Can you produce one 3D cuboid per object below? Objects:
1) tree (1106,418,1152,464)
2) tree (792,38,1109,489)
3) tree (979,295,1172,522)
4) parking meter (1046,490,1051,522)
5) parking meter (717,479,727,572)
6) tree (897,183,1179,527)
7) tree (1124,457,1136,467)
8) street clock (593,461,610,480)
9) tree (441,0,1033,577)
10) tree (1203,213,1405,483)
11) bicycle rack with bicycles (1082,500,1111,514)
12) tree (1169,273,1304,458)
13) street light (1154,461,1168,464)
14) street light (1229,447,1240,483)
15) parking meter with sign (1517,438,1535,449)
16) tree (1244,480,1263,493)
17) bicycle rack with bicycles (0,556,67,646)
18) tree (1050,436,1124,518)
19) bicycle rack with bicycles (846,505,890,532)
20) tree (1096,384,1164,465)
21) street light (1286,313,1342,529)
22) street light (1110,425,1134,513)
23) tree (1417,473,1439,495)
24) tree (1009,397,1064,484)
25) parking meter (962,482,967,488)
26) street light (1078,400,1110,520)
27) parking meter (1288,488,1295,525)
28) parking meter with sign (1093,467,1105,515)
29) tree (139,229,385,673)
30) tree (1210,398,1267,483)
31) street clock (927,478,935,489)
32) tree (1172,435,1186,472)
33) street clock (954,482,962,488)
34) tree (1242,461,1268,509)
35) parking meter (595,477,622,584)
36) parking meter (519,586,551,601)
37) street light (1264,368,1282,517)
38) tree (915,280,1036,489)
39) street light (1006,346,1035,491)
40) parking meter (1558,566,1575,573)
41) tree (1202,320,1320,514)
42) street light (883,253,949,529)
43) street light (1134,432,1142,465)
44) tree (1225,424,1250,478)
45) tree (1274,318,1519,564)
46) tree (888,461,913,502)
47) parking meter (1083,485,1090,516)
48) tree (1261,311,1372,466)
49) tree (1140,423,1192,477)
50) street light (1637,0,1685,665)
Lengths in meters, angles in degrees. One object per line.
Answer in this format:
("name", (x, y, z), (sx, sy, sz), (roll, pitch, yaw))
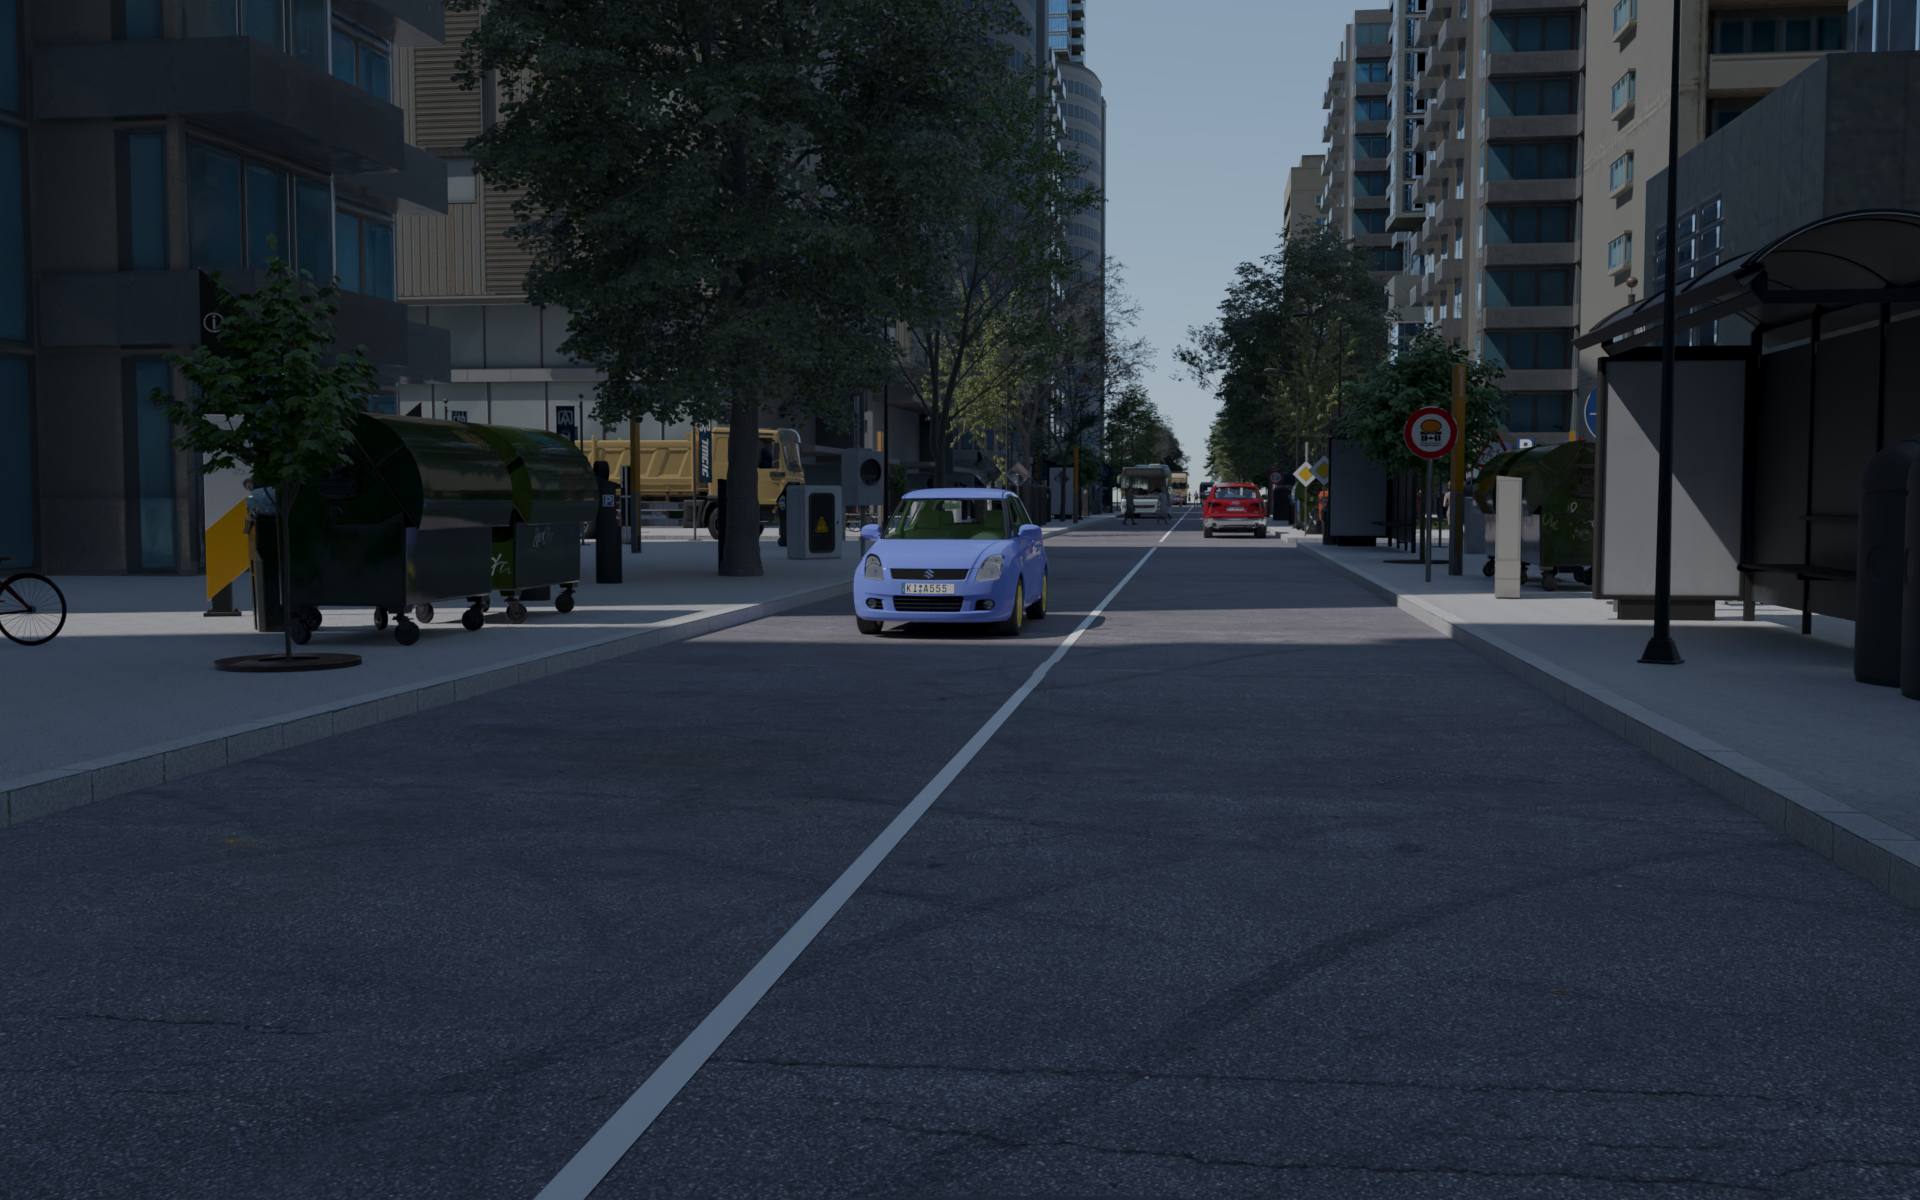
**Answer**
("tree", (16.431, -13.290, 167.649), (4.737, 8.622, 4.395), (0, 3, 0))
("tree", (-0.460, -6.999, 40.185), (9.928, 11.665, 9.643), (0, 3, 0))
("tree", (4.671, -8.930, 80.417), (8.767, 10.594, 7.601), (1, 4, 17))
("parking meter", (3.930, -4.294, 78.625), (0.372, 1.533, 0.369), (0, 3, 0))
("parking meter", (-3.790, -1.225, 28.441), (0.372, 1.533, 0.369), (0, 3, 0))
("tree", (2.607, -9.646, 68.079), (12.009, 13.543, 11.850), (0, 3, 0))
("tree", (12.467, -9.328, 136.223), (4.285, 4.588, 4.351), (0, 3, 0))
("street clock", (-7.786, -2.021, 37.622), (0.358, 2.002, 0.471), (-2, 4, -31))
("tree", (-3.476, -7.357, 26.942), (9.857, 13.997, 8.962), (0, 3, 0))
("tree", (16.031, -10.637, 80.563), (9.857, 13.997, 8.962), (0, 3, 0))
("bicycle rack with bicycles", (8.603, -6.188, 114.549), (2.925, 0.926, 2.852), (-1, 4, -19))
("tree", (24.150, -18.020, 150.511), (12.611, 20.169, 13.585), (0, 3, 0))
("street light", (24.346, -14.651, 212.090), (1.470, 5.913, 1.316), (0, 4, 8))
("street light", (22.679, -10.240, 139.969), (1.470, 5.913, 1.316), (0, 4, 8))
("parking meter with sign", (18.198, -3.578, 54.753), (0.543, 3.016, 1.738), (3, 5, 40))
("tree", (23.143, -8.635, 135.782), (1.663, 3.219, 1.824), (0, 3, 0))
("bicycle rack with bicycles", (-9.080, -0.016, 13.638), (2.925, 0.926, 2.852), (0, 4, 4))
("tree", (6.347, -6.807, 95.003), (4.285, 4.588, 4.351), (0, 3, 0))
("bicycle rack with bicycles", (-3.539, -2.771, 58.685), (2.925, 0.926, 2.852), (1, 4, 22))
("tree", (17.615, -15.916, 178.358), (7.486, 12.596, 7.792), (0, 3, 0))
("street light", (9.182, -4.397, 44.438), (1.470, 5.913, 1.316), (0, 4, 8))
("street light", (10.713, -8.779, 116.075), (1.470, 5.913, 1.316), (0, 4, 8))
("tree", (18.858, -4.641, 70.483), (1.663, 3.219, 1.824), (0, 3, 0))
("tree", (5.281, -10.548, 122.819), (4.360, 8.622, 3.978), (0, 3, 0))
("parking meter", (0.218, -4.926, 86.255), (0.255, 1.863, 0.399), (0, 4, 1))
("street light", (6.457, -6.888, 85.162), (1.470, 5.913, 1.316), (0, 4, 8))
("parking meter", (13.925, -3.915, 72.420), (0.372, 1.533, 0.369), (0, 3, 0))
("parking meter with sign", (8.678, -6.899, 109.058), (0.543, 3.016, 1.738), (1, 4, 15))
("tree", (-5.141, -1.113, 12.795), (1.663, 3.219, 1.824), (0, 3, 0))
("tree", (29.104, -15.373, 177.101), (9.928, 11.665, 9.643), (0, 3, 0))
("street clock", (-1.250, -4.397, 76.456), (0.358, 2.002, 0.471), (2, 4, 30))
("tree", (29.075, -19.393, 251.490), (8.767, 10.594, 7.601), (2, 4, 33))
("street clock", (-0.101, -5.988, 102.480), (0.471, 2.002, 0.358), (-3, 5, -40))
("tree", (21.422, -8.374, 120.622), (4.285, 4.588, 4.351), (0, 3, 0))
("parking meter", (-5.045, -1.006, 24.862), (0.372, 1.533, 0.369), (0, 3, 0))
("parking meter", (-5.145, -0.764, 20.910), (0.372, 1.533, 0.369), (0, 3, 0))
("street light", (11.925, -5.596, 64.037), (1.470, 5.913, 1.316), (0, 4, 8))
("tree", (0.834, -6.623, 58.652), (4.737, 8.622, 4.395), (0, 3, 0))
("street light", (2.018, -4.979, 53.944), (1.470, 5.913, 1.316), (0, 4, 8))
("parking meter", (9.898, -1.212, 28.220), (0.372, 1.533, 0.369), (0, 3, 0))
("tree", (20.311, -11.810, 111.221), (7.486, 12.596, 7.792), (0, 3, 0))
("street light", (-0.907, -3.734, 33.587), (1.470, 5.913, 1.316), (0, 4, 8))
("street light", (12.613, -9.583, 129.218), (1.470, 5.913, 1.316), (0, 4, 8))
("tree", (27.602, -13.268, 167.289), (4.360, 8.622, 3.978), (0, 3, 0))
("tree", (8.723, -2.967, 32.221), (4.285, 4.588, 4.351), (0, 3, 0))
("tree", (-3.152, -5.936, 91.649), (1.663, 3.219, 1.824), (0, 3, 0))
("parking meter", (7.332, -5.797, 100.489), (0.399, 1.863, 0.255), (2, 4, 29))
("tree", (14.188, -7.259, 69.054), (4.737, 8.622, 4.395), (0, 3, 0))
("tree", (33.349, -22.456, 284.170), (9.611, 12.733, 9.660), (0, 3, 0))
("street light", (4.799, -2.479, 13.081), (1.470, 5.913, 1.316), (0, 4, 8))
